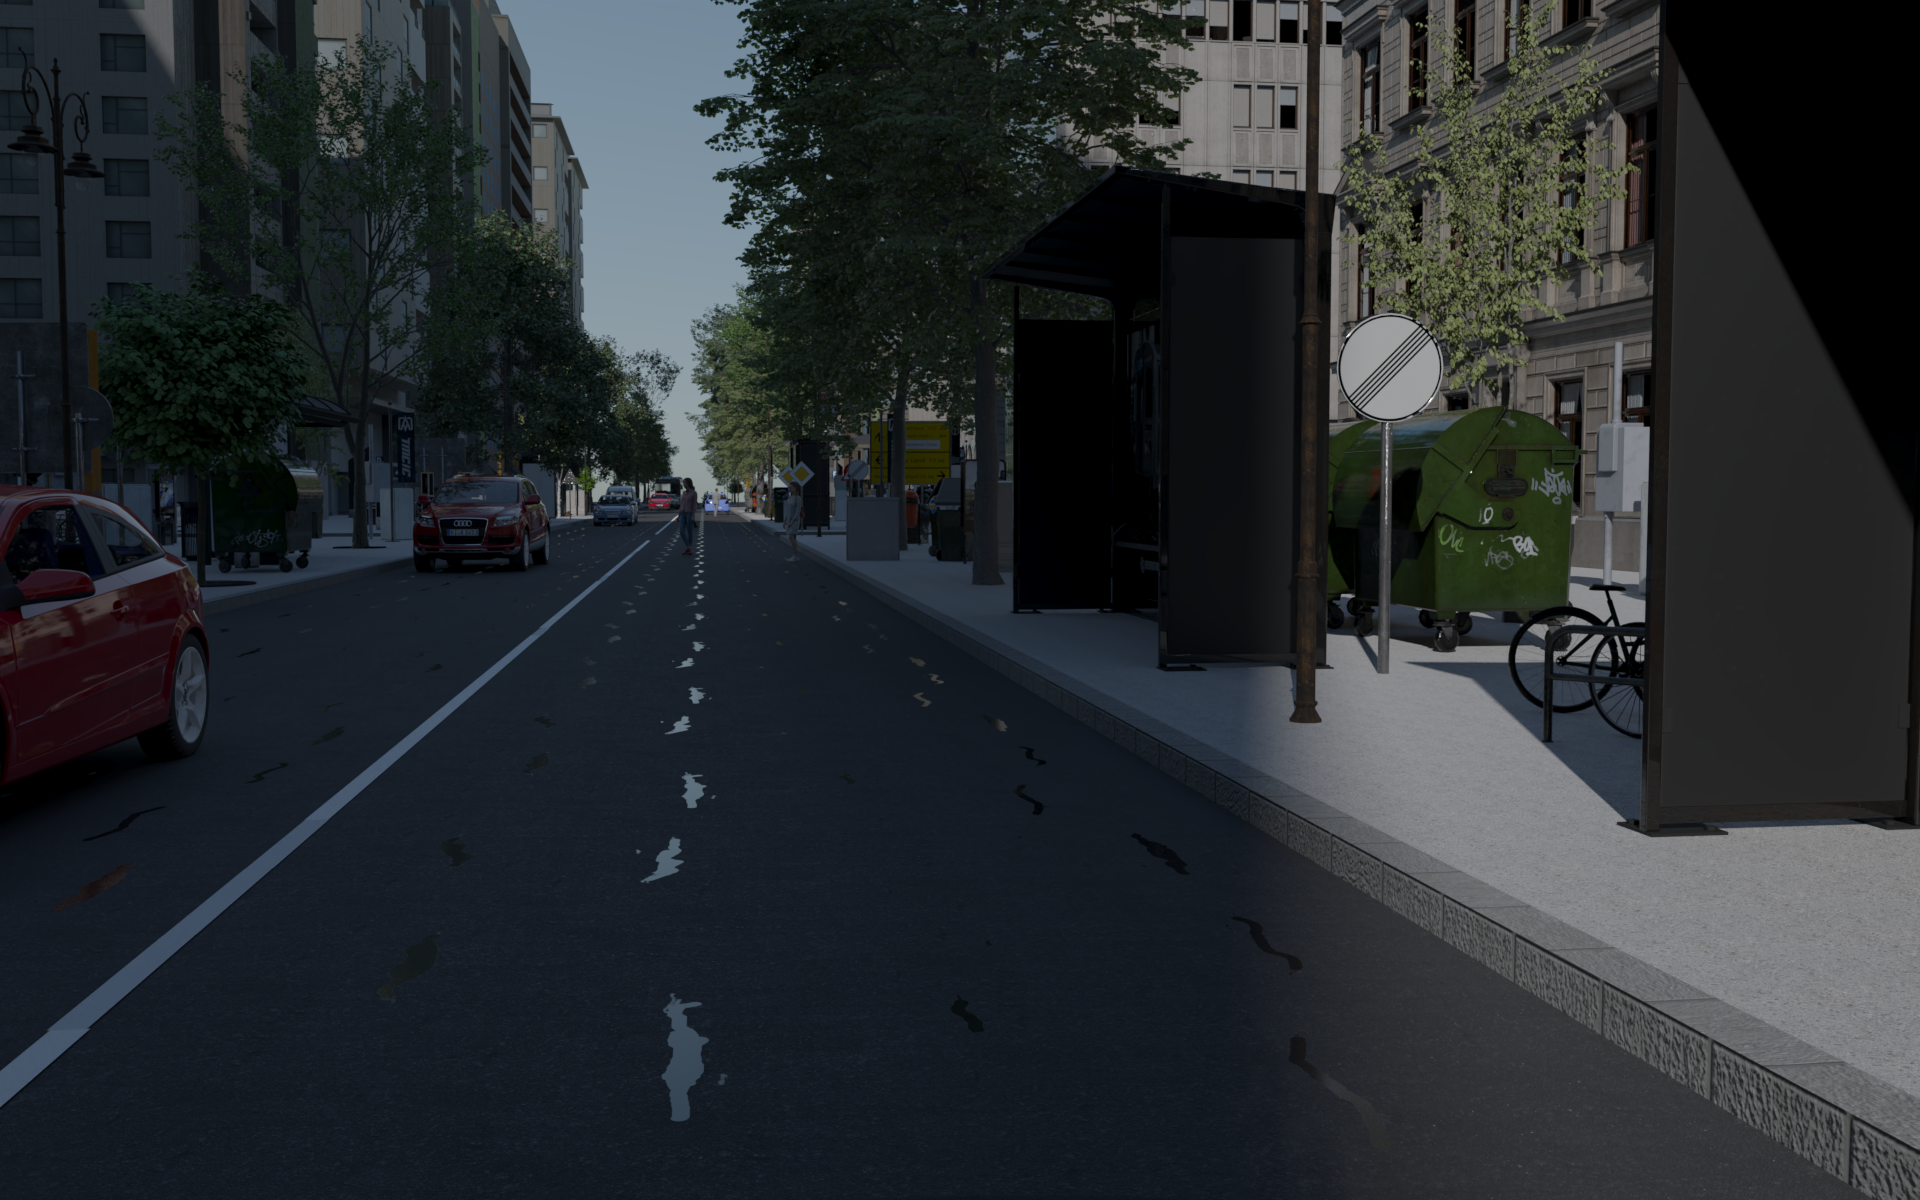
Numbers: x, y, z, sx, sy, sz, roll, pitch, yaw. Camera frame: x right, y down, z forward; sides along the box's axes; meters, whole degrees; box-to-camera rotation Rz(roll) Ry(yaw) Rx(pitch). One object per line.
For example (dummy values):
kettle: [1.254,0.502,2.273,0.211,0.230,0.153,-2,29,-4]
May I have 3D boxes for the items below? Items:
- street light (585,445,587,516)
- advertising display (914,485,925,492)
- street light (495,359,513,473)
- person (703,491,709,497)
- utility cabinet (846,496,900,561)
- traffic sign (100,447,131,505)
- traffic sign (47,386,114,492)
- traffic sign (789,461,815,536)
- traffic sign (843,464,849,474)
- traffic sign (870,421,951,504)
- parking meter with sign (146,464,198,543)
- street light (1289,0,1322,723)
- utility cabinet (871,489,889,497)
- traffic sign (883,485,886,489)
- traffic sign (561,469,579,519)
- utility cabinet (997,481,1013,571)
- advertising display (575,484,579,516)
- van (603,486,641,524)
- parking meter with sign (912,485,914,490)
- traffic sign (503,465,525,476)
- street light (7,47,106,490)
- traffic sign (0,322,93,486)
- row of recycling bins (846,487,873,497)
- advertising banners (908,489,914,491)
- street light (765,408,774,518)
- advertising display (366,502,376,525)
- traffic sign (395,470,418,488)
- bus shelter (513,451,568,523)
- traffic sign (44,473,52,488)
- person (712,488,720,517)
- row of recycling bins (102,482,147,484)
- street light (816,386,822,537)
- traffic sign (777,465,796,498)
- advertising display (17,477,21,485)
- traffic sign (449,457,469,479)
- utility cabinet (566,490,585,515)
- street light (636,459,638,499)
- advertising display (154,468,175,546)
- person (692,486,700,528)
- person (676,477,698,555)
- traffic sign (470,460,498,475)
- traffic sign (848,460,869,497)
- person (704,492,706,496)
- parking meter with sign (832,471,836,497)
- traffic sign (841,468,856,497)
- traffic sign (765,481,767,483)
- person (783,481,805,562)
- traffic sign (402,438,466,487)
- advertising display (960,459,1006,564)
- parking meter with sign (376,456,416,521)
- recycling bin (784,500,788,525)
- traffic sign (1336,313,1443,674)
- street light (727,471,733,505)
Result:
street light: [-21.913,-7.860,101.302,0.468,5.910,1.993,-1,4,-8]
advertising display: [-2.347,-5.634,97.326,0.123,1.923,0.974,-2,4,-25]
street light: [-15.616,-5.300,59.451,0.468,5.910,1.993,-1,4,-8]
person: [-35.828,-14.528,245.665,1.348,1.869,0.705,-1,4,-15]
utility cabinet: [-1.685,-1.364,33.457,1.020,1.237,0.306,0,4,-6]
traffic sign: [-12.802,-1.609,26.415,0.768,2.556,0.104,0,4,1]
traffic sign: [-10.375,-1.244,20.448,0.768,2.556,0.104,0,4,-2]
traffic sign: [-4.794,-2.986,52.470,0.795,2.450,0.064,-1,4,-8]
traffic sign: [-4.386,-4.327,70.847,0.768,2.556,0.104,0,4,-1]
traffic sign: [-1.374,-3.318,48.119,2.265,3.308,0.079,0,4,0]
parking meter with sign: [-20.756,-2.981,45.003,1.738,3.016,0.543,-1,4,-21]
street light: [1.949,-2.251,9.592,0.468,5.910,1.993,-1,4,-8]
utility cabinet: [-3.582,-4.208,77.479,0.318,1.500,1.173,-2,4,-34]
traffic sign: [-2.768,-3.883,63.598,0.768,2.556,0.104,0,4,-6]
traffic sign: [-19.928,-5.413,88.506,0.884,2.594,0.081,0,4,-4]
utility cabinet: [0.968,-1.226,28.721,1.173,1.500,0.318,-1,4,-21]
advertising display: [-22.536,-5.912,101.882,0.123,1.923,0.974,-1,4,-17]
van: [-16.744,-4.792,85.363,2.013,2.044,4.112,-1,4,-10]
parking meter with sign: [-2.900,-7.298,115.583,0.543,3.016,1.738,-1,4,-18]
traffic sign: [-15.209,-3.387,59.027,0.795,2.450,0.064,-1,4,-8]
street light: [-9.581,-2.797,18.524,0.468,5.910,1.993,-1,4,-8]
traffic sign: [-11.459,-1.634,20.593,2.265,3.308,0.079,0,4,1]
row of recycling bins: [-5.631,-6.112,107.036,3.534,1.692,1.069,1,4,17]
advertising banners: [-1.445,-3.264,49.553,0.090,3.025,2.074,-1,4,-8]
street light: [-10.210,-7.329,92.612,0.468,5.910,1.993,-1,4,-8]
advertising display: [-24.396,-4.067,71.709,0.974,1.923,0.123,-1,4,-16]
traffic sign: [-19.350,-3.633,60.591,0.795,2.450,0.064,0,4,1]
bus shelter: [-18.954,-5.182,78.645,2.014,3.302,5.546,-1,4,-9]
traffic sign: [-11.447,-1.324,21.754,0.768,2.556,0.104,0,4,-4]
person: [-15.074,-6.044,107.526,0.606,1.804,0.583,2,4,25]
row of recycling bins: [-28.950,-3.218,59.730,1.069,1.692,3.534,2,4,24]
street light: [-4.206,-4.821,51.615,0.468,5.910,1.993,-1,4,-8]
traffic sign: [-5.962,-3.470,60.370,0.795,2.450,0.064,-1,4,-8]
advertising display: [-25.125,-2.549,46.885,0.974,1.923,0.123,1,4,21]
traffic sign: [-17.721,-3.762,61.518,0.884,2.594,0.081,0,4,1]
utility cabinet: [-23.253,-5.889,104.961,1.173,1.500,0.318,1,4,13]
street light: [-33.004,-12.472,176.712,0.468,5.910,1.993,-1,4,-8]
advertising display: [-19.819,-2.322,43.173,0.123,1.923,0.974,0,4,-4]
person: [-11.232,-3.923,73.043,0.661,1.777,0.834,3,4,36]
person: [-6.445,-1.977,40.827,0.555,1.821,0.388,1,4,23]
traffic sign: [-14.041,-2.904,51.128,0.795,2.450,0.064,-1,4,-8]
traffic sign: [-3.767,-3.920,64.203,0.768,2.556,0.104,0,4,1]
person: [-35.956,-14.390,244.687,0.541,1.710,0.530,1,4,15]
parking meter with sign: [-9.232,-8.168,129.801,0.543,3.016,1.738,-1,4,-9]
traffic sign: [-4.333,-4.243,69.382,0.884,2.594,0.081,0,4,-4]
traffic sign: [-15.186,-8.058,133.874,0.606,2.300,0.079,0,4,1]
person: [-3.547,-1.679,36.953,0.522,1.701,0.512,-3,4,-38]
traffic sign: [-19.103,-4.220,62.875,2.265,3.308,0.079,0,4,-7]
advertising display: [0.434,-1.639,32.007,0.974,1.923,0.123,-3,4,-36]
parking meter with sign: [-26.346,-5.181,80.974,0.543,3.016,1.738,3,5,42]
recycling bin: [-6.786,-3.599,71.397,0.722,1.027,0.722,2,4,31]
traffic sign: [3.028,-0.746,12.307,0.768,2.556,0.104,0,4,-4]
street light: [-27.586,-14.486,209.630,0.468,5.910,1.993,-1,4,-8]
